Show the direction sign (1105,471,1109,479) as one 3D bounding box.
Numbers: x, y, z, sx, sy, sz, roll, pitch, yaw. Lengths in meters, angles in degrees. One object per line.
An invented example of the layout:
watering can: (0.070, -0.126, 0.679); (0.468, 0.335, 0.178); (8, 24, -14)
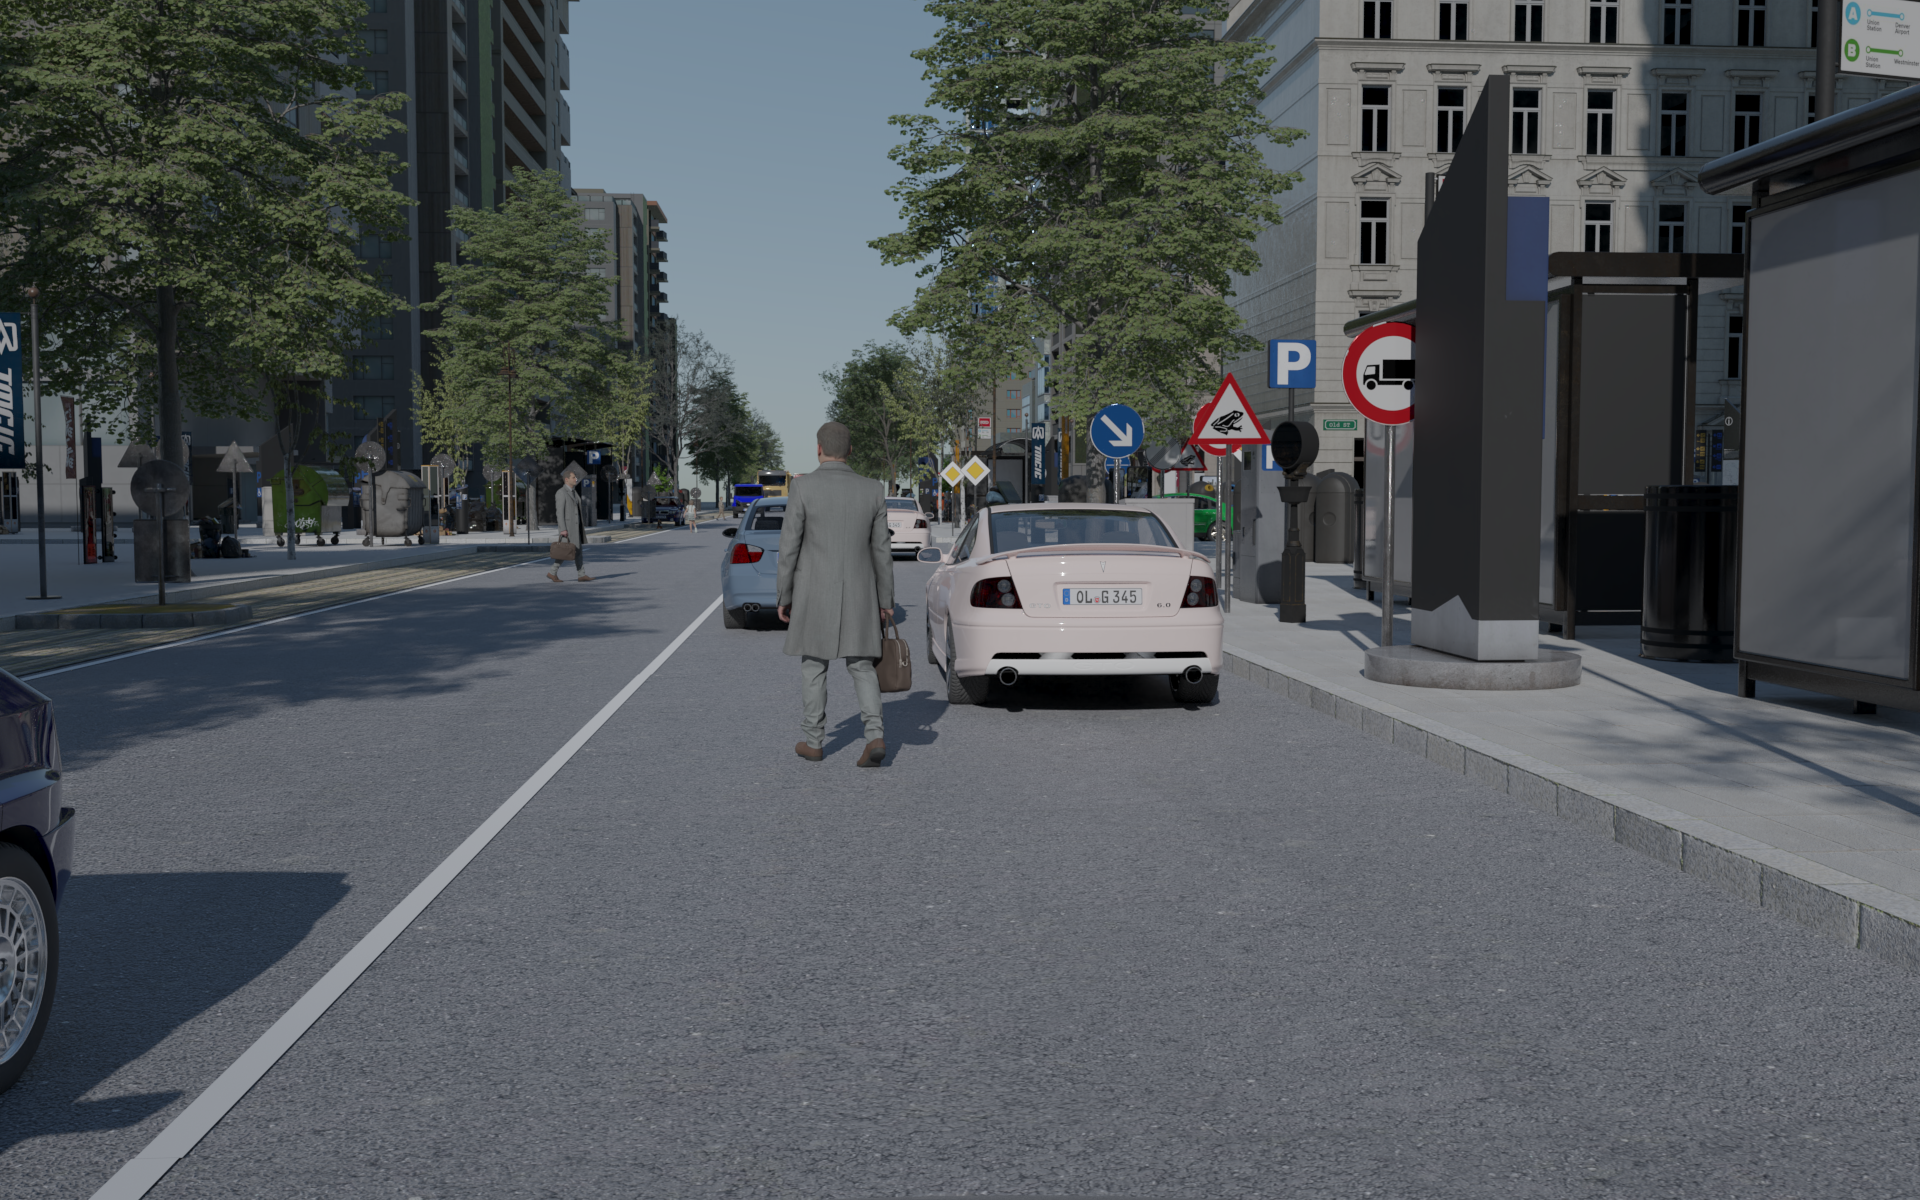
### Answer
direction sign: (8.674, -6.864, 104.221); (0.379, 3.537, 0.876); (3, 5, 42)

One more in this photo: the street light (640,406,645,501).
street light: (-16.579, -7.188, 90.308); (0.468, 5.910, 1.993); (0, 4, -4)

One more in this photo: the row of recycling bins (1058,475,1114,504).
row of recycling bins: (2.879, -1.934, 38.740); (1.069, 1.692, 3.534); (1, 4, 13)

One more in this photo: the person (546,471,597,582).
person: (-6.327, -1.196, 28.157); (0.767, 1.812, 0.694); (1, 4, 10)

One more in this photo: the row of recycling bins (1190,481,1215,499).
row of recycling bins: (8.935, -2.914, 54.758); (3.534, 1.692, 1.069); (0, 4, -4)

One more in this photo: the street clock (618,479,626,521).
street clock: (-15.892, -4.700, 81.420); (0.358, 2.002, 0.471); (0, 4, 3)

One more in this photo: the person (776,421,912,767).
person: (-0.643, -0.036, 9.191); (0.694, 1.812, 0.767); (-1, 4, -21)

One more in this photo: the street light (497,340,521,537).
street light: (-13.512, -4.849, 52.061); (0.468, 5.910, 1.993); (0, 4, -4)

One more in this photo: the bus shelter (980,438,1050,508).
bus shelter: (2.010, -4.335, 64.797); (2.014, 3.302, 5.546); (0, 4, -5)

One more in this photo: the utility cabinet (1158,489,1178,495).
utility cabinet: (9.720, -4.425, 81.034); (0.318, 1.500, 1.173); (3, 5, 43)

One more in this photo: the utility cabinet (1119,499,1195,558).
utility cabinet: (2.752, -0.803, 24.291); (1.020, 1.237, 0.306); (-1, 4, -13)

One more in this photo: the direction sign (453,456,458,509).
direction sign: (-29.007, -6.588, 99.703); (0.379, 3.537, 0.876); (0, 4, -3)

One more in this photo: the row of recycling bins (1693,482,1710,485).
row of recycling bins: (24.188, -3.126, 58.219); (3.534, 1.692, 1.069); (-3, 4, -37)

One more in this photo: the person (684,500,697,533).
person: (-9.996, -3.100, 64.204); (0.505, 1.210, 0.382); (0, 4, -6)

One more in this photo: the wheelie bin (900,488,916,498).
wheelie bin: (-2.935, -5.424, 96.585); (0.980, 1.594, 0.693); (1, 4, 20)

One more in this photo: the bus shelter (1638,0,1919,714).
bus shelter: (5.830, -1.944, 9.415); (2.179, 5.291, 8.768); (0, 4, -5)

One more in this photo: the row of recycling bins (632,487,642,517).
row of recycling bins: (-18.533, -5.672, 99.853); (1.069, 1.692, 3.534); (0, 4, -4)

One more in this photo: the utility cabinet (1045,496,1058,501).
utility cabinet: (3.592, -3.475, 67.976); (0.306, 1.237, 1.020); (3, 4, 38)

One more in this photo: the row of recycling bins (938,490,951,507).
row of recycling bins: (-1.145, -6.858, 119.233); (1.069, 1.692, 3.534); (-1, 4, -18)

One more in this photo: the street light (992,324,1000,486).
street light: (0.881, -4.374, 44.308); (0.468, 5.910, 1.993); (0, 4, -4)

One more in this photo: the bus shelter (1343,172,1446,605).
bus shelter: (5.806, -2.553, 19.366); (2.179, 5.291, 8.768); (0, 4, -4)

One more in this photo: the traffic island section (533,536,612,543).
traffic island section: (-11.558, -1.808, 51.843); (2.009, 0.180, 2.903); (0, 4, -4)

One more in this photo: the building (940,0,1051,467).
building: (9.064, -58.646, 271.527); (22.319, 86.520, 31.000); (0, 4, -4)

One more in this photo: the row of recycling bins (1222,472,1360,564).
row of recycling bins: (6.418, -1.605, 33.357); (1.069, 1.692, 3.534); (-2, 4, -25)

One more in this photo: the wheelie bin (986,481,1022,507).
wheelie bin: (1.036, -2.080, 41.920); (0.693, 1.594, 0.980); (2, 4, 35)

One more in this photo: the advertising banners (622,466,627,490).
advertising banners: (-20.312, -6.870, 108.512); (2.074, 3.025, 0.090); (2, 4, 25)

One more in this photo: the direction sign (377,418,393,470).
direction sign: (-17.134, -3.651, 51.693); (0.379, 3.537, 0.876); (1, 4, 10)

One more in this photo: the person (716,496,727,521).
person: (-12.850, -4.918, 93.183); (0.640, 1.303, 0.475); (-2, 4, -33)

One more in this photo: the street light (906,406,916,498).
street light: (-2.499, -7.042, 87.918); (0.468, 5.910, 1.993); (0, 4, -4)

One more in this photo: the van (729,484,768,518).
van: (-12.611, -6.065, 103.543); (2.240, 2.365, 5.245); (0, 4, -6)

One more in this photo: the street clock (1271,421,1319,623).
street clock: (3.328, -0.776, 17.258); (0.358, 2.002, 0.471); (-2, 4, -31)

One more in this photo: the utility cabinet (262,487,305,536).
utility cabinet: (-20.541, -2.686, 52.593); (1.173, 1.500, 0.318); (-3, 4, -36)

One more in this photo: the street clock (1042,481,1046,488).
street clock: (3.683, -4.531, 78.650); (0.358, 2.002, 0.471); (2, 4, 32)

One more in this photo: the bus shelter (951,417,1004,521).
bus shelter: (0.753, -6.729, 87.648); (2.179, 5.291, 8.768); (0, 4, -4)

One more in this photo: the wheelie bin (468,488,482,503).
wheelie bin: (-26.472, -5.269, 94.052); (0.980, 1.594, 0.693); (-2, 4, -29)

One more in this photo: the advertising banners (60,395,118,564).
advertising banners: (-15.975, -2.176, 31.760); (0.090, 3.025, 2.074); (0, 4, -3)

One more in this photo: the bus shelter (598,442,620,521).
bus shelter: (-16.869, -5.412, 79.776); (1.731, 3.624, 6.357); (0, 4, -5)

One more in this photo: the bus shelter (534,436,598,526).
bus shelter: (-16.649, -4.983, 72.748); (1.731, 3.624, 6.357); (0, 4, -4)

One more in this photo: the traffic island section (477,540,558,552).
traffic island section: (-10.942, -1.321, 43.881); (2.009, 0.180, 2.903); (0, 4, -4)

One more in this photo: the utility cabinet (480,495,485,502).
utility cabinet: (-31.554, -6.285, 113.928); (0.306, 1.237, 1.020); (-2, 4, -32)

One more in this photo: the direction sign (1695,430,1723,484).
direction sign: (26.330, -4.218, 60.963); (0.876, 3.537, 0.379); (1, 4, 18)

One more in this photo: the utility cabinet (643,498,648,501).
utility cabinet: (-17.076, -5.253, 94.570); (0.318, 1.500, 1.173); (0, 4, 3)

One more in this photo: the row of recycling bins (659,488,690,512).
row of recycling bins: (-20.212, -7.038, 122.187); (1.069, 1.692, 3.534); (1, 4, 21)

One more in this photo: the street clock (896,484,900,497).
street clock: (-4.412, -7.093, 120.544); (0.471, 2.002, 0.358); (1, 4, 13)

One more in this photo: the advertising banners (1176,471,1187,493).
advertising banners: (8.884, -4.276, 66.092); (2.074, 3.025, 0.090); (1, 4, 18)

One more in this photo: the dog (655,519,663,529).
dog: (-12.376, -3.099, 70.869); (0.550, 0.427, 0.748); (2, 4, 26)
